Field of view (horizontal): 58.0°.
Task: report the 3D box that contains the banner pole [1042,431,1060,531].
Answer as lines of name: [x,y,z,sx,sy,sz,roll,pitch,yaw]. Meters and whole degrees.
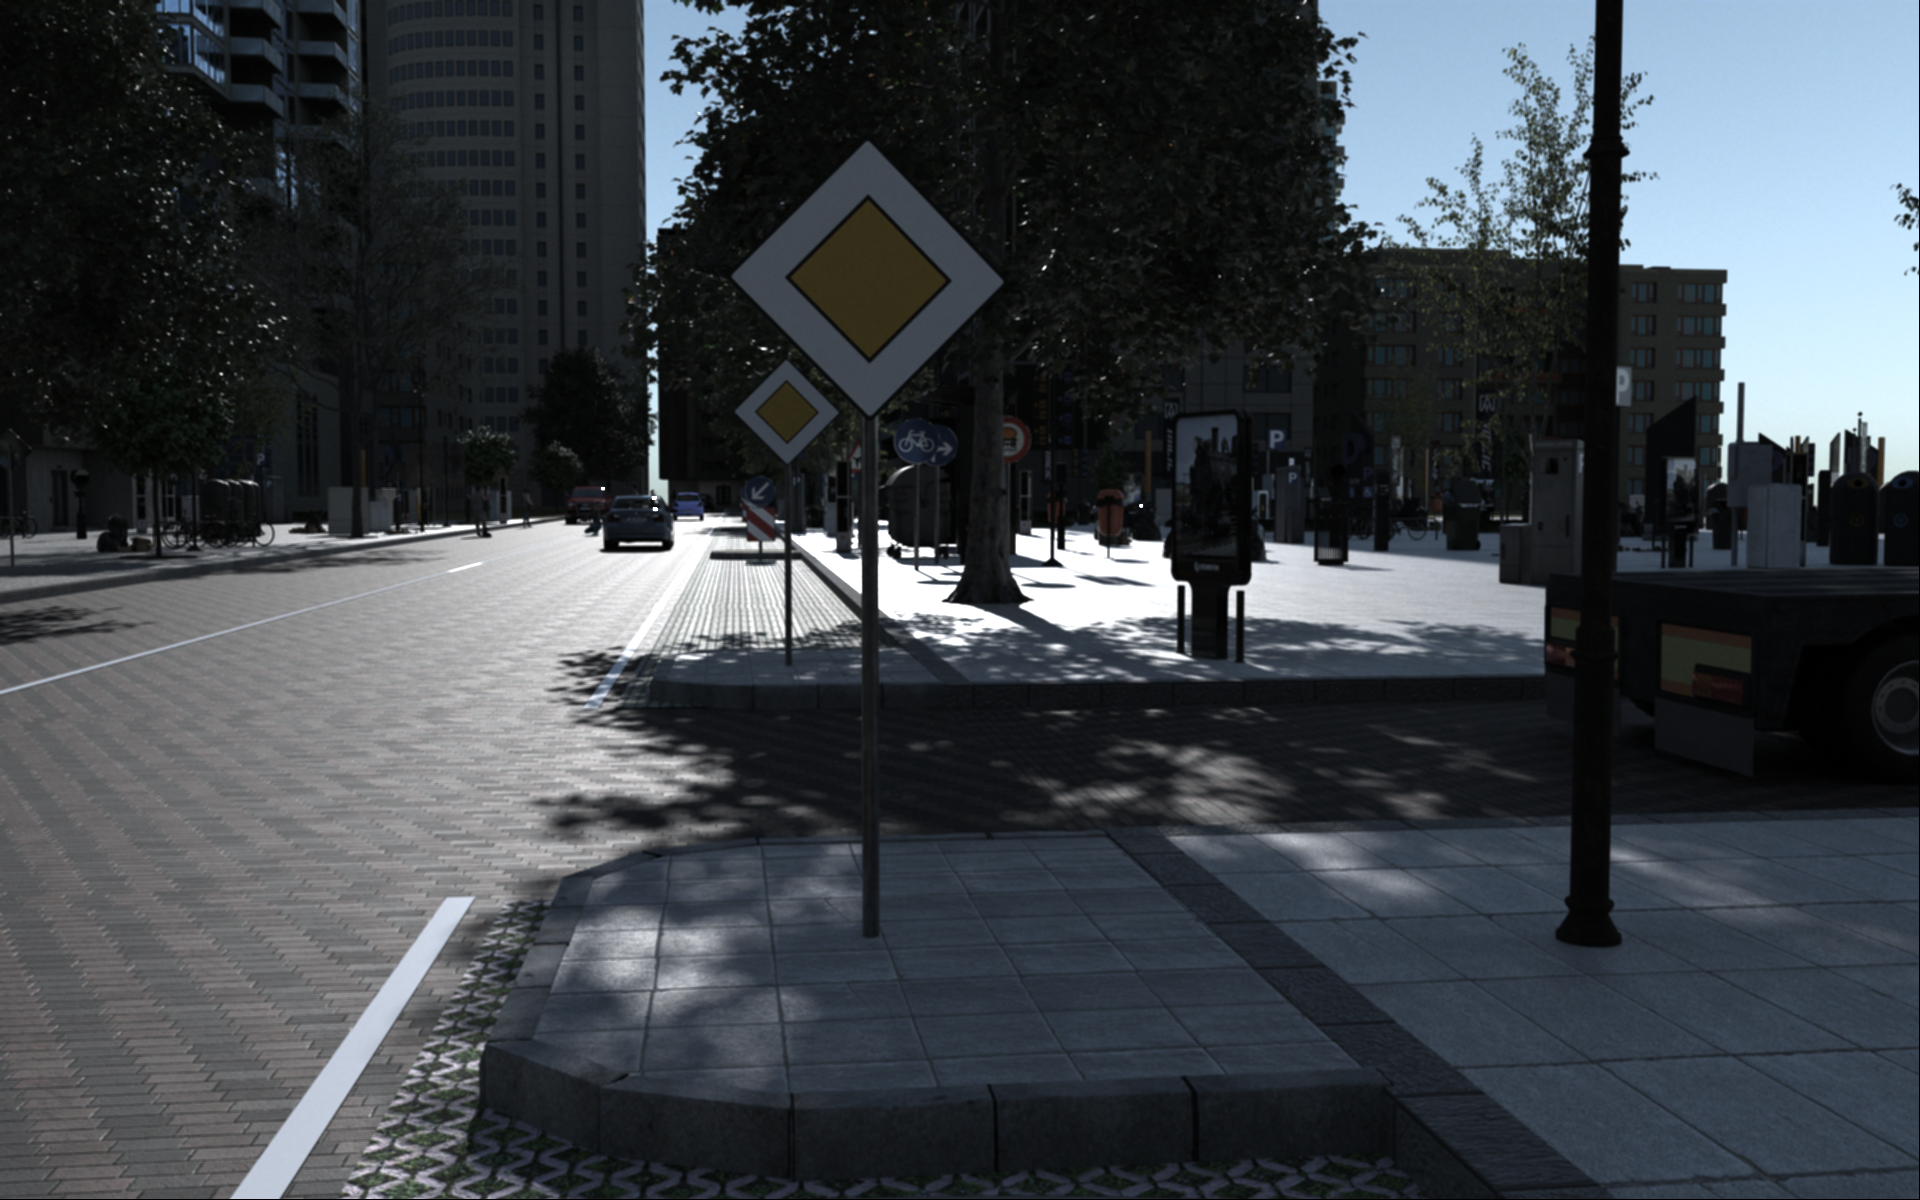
banner pole: [3.210,-4.279,59.986,0.863,3.779,0.401,1,4,17]

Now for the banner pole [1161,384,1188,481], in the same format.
banner pole: [4.941,-3.029,39.544,0.863,3.779,0.401,3,5,44]

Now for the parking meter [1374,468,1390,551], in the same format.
parking meter: [9.527,-2.043,39.117,0.255,1.863,0.399,0,4,1]

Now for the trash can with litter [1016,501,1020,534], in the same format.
trash can with litter: [1.758,-2.704,55.592,1.055,1.170,0.624,2,4,32]

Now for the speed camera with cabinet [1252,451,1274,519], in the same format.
speed camera with cabinet: [13.899,-5.193,79.243,0.660,3.252,2.038,3,4,39]

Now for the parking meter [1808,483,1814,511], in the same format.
parking meter: [46.302,-5.427,94.442,0.399,1.863,0.255,1,4,10]

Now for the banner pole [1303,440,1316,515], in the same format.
banner pole: [16.373,-5.563,80.969,0.401,3.779,0.863,-3,5,-40]

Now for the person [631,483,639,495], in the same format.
person: [-10.180,-2.760,53.962,0.374,1.781,0.599,-1,4,-19]

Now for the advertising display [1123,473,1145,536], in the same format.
advertising display: [5.326,-2.930,53.116,0.123,1.923,0.974,-2,4,-29]

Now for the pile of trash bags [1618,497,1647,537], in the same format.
pile of trash bags: [20.178,-2.611,52.436,1.912,1.369,3.447,-2,4,-32]

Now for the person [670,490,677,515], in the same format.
person: [-18.853,-6.457,114.794,0.721,1.735,1.217,-3,5,-42]

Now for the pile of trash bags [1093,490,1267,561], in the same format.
pile of trash bags: [4.381,-1.506,34.382,3.447,1.369,1.912,1,4,14]

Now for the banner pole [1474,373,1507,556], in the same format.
banner pole: [11.127,-2.822,36.160,0.401,3.779,0.863,-3,5,-42]

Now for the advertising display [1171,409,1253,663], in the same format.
advertising display: [1.957,-0.509,13.542,0.123,1.923,0.974,-2,4,-24]

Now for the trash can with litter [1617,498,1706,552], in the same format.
trash can with litter: [15.383,-1.701,38.870,2.233,1.210,1.678,-1,4,-11]

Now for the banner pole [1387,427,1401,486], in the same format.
banner pole: [16.172,-4.573,64.791,0.863,3.779,0.401,-2,4,-30]

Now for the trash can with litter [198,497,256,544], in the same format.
trash can with litter: [-19.394,-2.114,45.624,1.678,1.210,2.233,1,4,11]

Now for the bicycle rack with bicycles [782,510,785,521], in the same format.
bicycle rack with bicycles: [-6.612,-3.975,78.374,2.925,0.926,2.852,-1,4,-16]

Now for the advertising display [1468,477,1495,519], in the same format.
advertising display: [19.448,-3.635,64.638,0.974,1.923,0.123,0,4,5]

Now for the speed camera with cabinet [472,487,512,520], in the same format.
speed camera with cabinet: [-23.131,-5.577,85.520,0.660,3.252,2.038,2,4,35]

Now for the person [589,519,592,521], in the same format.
person: [-19.500,-5.122,91.878,1.348,1.869,0.705,-1,4,-14]

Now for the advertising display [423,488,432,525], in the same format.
advertising display: [-22.441,-4.120,72.577,0.974,1.923,0.123,3,5,41]

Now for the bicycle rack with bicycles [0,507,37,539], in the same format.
bicycle rack with bicycles: [-27.846,-2.204,49.412,2.852,0.926,2.925,3,4,36]

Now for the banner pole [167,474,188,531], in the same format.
banner pole: [-27.415,-4.328,60.784,0.863,3.779,0.401,-2,4,-23]

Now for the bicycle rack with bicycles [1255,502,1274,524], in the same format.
bicycle rack with bicycles: [8.188,-2.519,54.570,2.925,0.926,2.852,-1,4,-23]

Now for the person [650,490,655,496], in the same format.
person: [-20.624,-6.530,116.068,0.445,1.727,0.742,0,4,-1]

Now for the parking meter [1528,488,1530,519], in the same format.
parking meter: [22.782,-3.700,68.904,0.372,1.533,0.369,0,3,0]

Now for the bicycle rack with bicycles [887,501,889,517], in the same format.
bicycle rack with bicycles: [-3.180,-4.296,83.614,2.852,0.926,2.925,1,4,9]

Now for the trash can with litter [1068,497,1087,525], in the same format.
trash can with litter: [4.842,-3.663,71.284,1.055,1.170,0.624,1,4,10]

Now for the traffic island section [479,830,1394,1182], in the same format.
traffic island section: [-0.239,1.054,5.050,2.009,0.180,2.903,0,4,-7]

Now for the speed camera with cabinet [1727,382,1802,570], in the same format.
speed camera with cabinet: [13.969,-2.187,30.086,0.660,3.252,2.038,0,4,5]

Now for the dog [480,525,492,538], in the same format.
dog: [-15.608,-2.240,56.818,0.550,0.427,0.748,1,4,11]

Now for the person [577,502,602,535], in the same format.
person: [-12.754,-2.827,60.228,0.738,1.151,1.012,-3,5,-42]

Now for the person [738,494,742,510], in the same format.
person: [-18.938,-8.530,149.442,0.415,1.643,0.593,-1,4,-10]

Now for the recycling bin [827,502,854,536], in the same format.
recycling bin: [-3.646,-2.462,52.809,0.722,1.027,0.722,0,4,6]

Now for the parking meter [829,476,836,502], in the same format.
parking meter: [-4.010,-3.061,55.763,0.399,1.863,0.255,1,4,18]

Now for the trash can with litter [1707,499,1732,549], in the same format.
trash can with litter: [17.793,-1.776,40.425,0.624,1.170,1.055,2,4,27]

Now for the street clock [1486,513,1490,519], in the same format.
street clock: [22.944,-4.324,75.270,0.471,2.002,0.358,-2,4,-26]

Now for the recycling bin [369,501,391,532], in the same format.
recycling bin: [-19.974,-2.864,59.373,0.722,1.027,0.722,-2,4,-34]

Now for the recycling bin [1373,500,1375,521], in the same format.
recycling bin: [18.546,-3.975,77.543,0.722,1.027,0.722,1,4,10]

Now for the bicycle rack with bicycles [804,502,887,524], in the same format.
bicycle rack with bicycles: [-5.279,-3.706,73.975,2.925,0.926,2.852,3,4,38]

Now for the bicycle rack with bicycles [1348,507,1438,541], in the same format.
bicycle rack with bicycles: [11.886,-2.157,48.641,2.925,0.926,2.852,-2,4,-28]

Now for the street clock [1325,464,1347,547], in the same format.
street clock: [9.056,-2.275,41.773,0.471,2.002,0.358,-2,4,-25]

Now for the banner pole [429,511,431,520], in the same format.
banner pole: [-25.800,-5.804,84.918,0.863,3.779,0.401,-3,5,-42]

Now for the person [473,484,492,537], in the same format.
person: [-16.036,-3.026,58.326,0.716,1.782,0.532,2,4,28]

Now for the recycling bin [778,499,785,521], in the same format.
recycling bin: [-8.353,-4.370,84.009,0.722,1.027,0.722,2,4,34]

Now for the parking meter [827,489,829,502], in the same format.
parking meter: [-6.371,-4.619,83.938,0.372,1.533,0.369,0,3,0]

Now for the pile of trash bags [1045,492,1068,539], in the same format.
pile of trash bags: [4.084,-2.400,48.991,3.447,1.369,1.912,1,4,18]

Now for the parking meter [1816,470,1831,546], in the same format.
parking meter: [21.259,-2.258,42.622,0.255,1.863,0.399,1,4,21]

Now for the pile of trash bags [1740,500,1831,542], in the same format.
pile of trash bags: [22.784,-2.321,47.708,1.912,1.369,3.447,-1,4,-19]

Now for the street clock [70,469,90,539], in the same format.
street clock: [-25.079,-2.742,49.401,0.358,2.002,0.471,2,4,28]

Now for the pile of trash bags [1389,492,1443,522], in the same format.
pile of trash bags: [20.726,-4.327,80.495,3.447,1.369,1.912,0,4,1]

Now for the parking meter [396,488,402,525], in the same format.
parking meter: [-23.203,-3.851,71.376,0.372,1.533,0.369,0,3,0]

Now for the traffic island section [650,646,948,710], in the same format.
traffic island section: [-1.261,0.570,12.969,2.009,0.180,2.903,0,4,-7]

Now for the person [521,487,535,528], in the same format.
person: [-18.584,-3.987,74.275,0.643,1.750,0.593,-3,5,-40]

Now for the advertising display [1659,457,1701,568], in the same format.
advertising display: [12.515,-1.527,30.174,0.974,1.923,0.123,-2,4,-35]

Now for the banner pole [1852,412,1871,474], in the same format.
banner pole: [27.566,-3.851,52.987,0.863,3.779,0.401,-3,5,-43]

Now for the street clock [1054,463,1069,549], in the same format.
street clock: [2.345,-2.175,40.133,0.358,2.002,0.471,0,4,4]

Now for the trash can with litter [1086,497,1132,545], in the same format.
trash can with litter: [3.801,-1.955,43.349,0.624,1.170,1.055,3,5,43]

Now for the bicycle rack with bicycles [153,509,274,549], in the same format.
bicycle rack with bicycles: [-18.113,-1.747,41.942,2.925,0.926,2.852,-3,5,-40]
